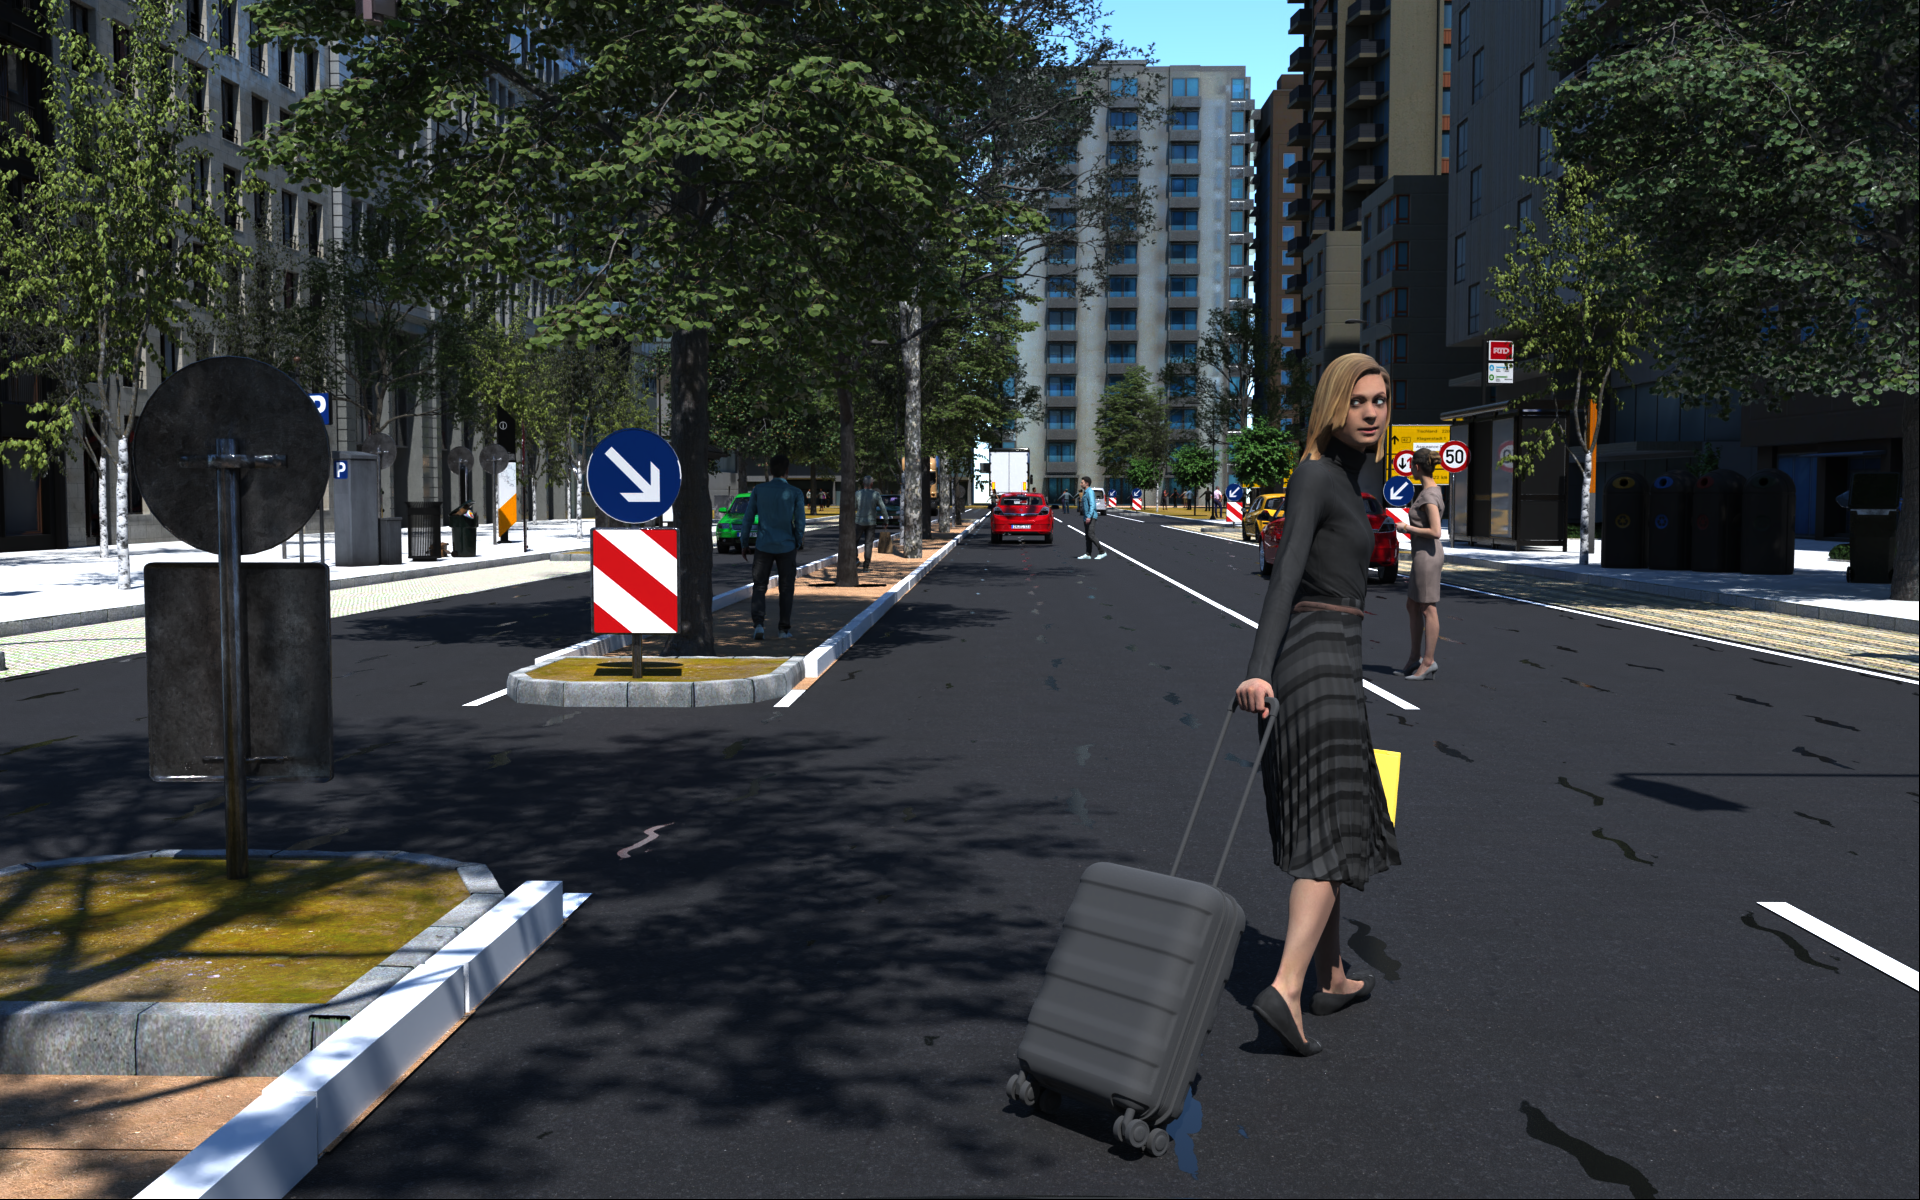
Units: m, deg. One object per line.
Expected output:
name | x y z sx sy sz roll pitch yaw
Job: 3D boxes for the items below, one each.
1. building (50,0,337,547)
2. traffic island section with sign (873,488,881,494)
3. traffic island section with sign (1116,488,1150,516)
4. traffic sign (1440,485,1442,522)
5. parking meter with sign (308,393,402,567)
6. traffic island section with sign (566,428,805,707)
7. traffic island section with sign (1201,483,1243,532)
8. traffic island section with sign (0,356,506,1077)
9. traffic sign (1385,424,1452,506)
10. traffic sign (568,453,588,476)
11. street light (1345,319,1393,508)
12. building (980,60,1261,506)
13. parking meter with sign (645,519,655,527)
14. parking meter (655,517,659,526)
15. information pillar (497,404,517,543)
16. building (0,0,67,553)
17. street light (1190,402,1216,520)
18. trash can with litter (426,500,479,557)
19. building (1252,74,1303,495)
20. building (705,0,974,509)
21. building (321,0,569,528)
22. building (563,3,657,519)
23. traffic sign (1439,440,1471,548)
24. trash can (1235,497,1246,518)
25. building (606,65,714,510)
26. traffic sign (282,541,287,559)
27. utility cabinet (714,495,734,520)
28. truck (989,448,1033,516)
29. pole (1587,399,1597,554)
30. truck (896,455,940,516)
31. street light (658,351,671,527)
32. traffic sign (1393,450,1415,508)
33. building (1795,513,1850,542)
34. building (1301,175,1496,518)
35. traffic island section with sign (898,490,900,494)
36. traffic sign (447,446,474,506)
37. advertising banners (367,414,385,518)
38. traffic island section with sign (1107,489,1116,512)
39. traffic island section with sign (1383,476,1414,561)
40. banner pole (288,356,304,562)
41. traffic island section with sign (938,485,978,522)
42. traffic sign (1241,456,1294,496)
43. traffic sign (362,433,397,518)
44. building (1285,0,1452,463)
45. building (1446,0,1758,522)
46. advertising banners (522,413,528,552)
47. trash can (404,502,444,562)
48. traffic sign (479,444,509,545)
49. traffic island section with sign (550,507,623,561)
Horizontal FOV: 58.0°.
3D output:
building | -26.342 -11.911 49.490 10.420 20.320 16.860 0 4 2
traffic island section with sign | -5.496 -6.495 114.829 1.989 1.847 2.006 0 4 2
traffic island section with sign | 11.514 -6.465 114.334 1.989 1.847 2.006 0 4 2
traffic sign | 14.706 -3.241 52.998 0.884 2.594 0.081 0 4 5
parking meter with sign | -10.714 -2.111 30.774 0.543 3.016 1.738 2 4 27
traffic island section with sign | -2.222 -0.272 12.590 2.006 1.907 1.989 0 4 2
traffic island section with sign | 10.106 -3.455 65.114 1.989 1.847 2.006 0 4 2
traffic island section with sign | -2.443 0.180 5.186 2.006 1.907 1.989 0 4 2
traffic sign | 13.526 -3.464 50.513 2.265 3.308 0.079 0 4 3
traffic sign | -12.234 -3.421 55.669 0.795 2.593 0.064 0 4 7
street light | 10.916 -4.500 46.118 1.470 5.913 1.316 0 4 2
building | 17.524 -35.131 194.003 30.456 49.044 23.786 0 4 2
parking meter with sign | -12.117 -4.364 67.620 0.543 3.016 1.738 -1 4 -15
parking meter | -12.062 -3.877 69.092 0.399 1.863 0.255 -2 4 -28
information pillar | -11.816 -3.287 45.104 0.504 3.616 0.183 -3 4 -38
building | -27.178 -12.370 31.933 12.332 23.373 15.834 0 4 2
street light | 12.201 -7.008 87.127 1.470 5.913 1.316 0 4 2
trash can with litter | -10.324 -1.454 35.165 1.055 1.170 0.624 0 4 1
building | 39.917 -32.912 188.229 14.200 45.320 14.600 0 4 2
building | -12.431 -37.168 196.936 27.495 52.752 28.713 0 4 2
building | -25.611 -18.042 72.480 11.434 29.767 29.804 0 4 2
building | -30.583 -48.305 102.464 22.319 86.520 31.000 0 4 2
traffic sign | 11.720 -2.509 41.135 0.768 2.556 0.104 0 4 4
trash can | 13.821 -4.535 85.803 0.748 1.137 0.748 0 3 0
building | -32.000 -33.669 139.734 27.495 52.752 28.713 0 4 2
traffic sign | -13.361 -2.084 34.180 0.768 2.556 0.104 0 4 8
utility cabinet | -11.875 -4.653 87.244 1.020 1.237 0.306 2 4 25
truck | 3.221 -7.449 110.707 2.839 4.237 11.283 0 4 3
pole | 13.575 -2.656 37.263 0.158 3.312 0.155 0 3 0
truck | -2.676 -7.781 116.125 2.839 4.237 11.283 0 3 0
street light | -8.961 -5.035 54.868 1.470 5.913 1.316 0 4 2
traffic sign | 12.821 -3.040 49.810 0.768 2.556 0.104 0 4 5
building | 30.337 -24.089 43.972 14.600 45.320 14.200 0 4 2
building | 37.707 -16.097 108.229 27.650 21.520 28.899 0 4 2
traffic island section with sign | -4.718 -8.143 141.773 1.989 1.847 2.006 0 4 2
traffic sign | -13.310 -2.816 46.146 0.768 2.556 0.104 1 4 10
advertising banners | -13.069 -2.602 38.734 0.090 3.025 2.074 -1 4 -11
traffic island section with sign | 12.290 -8.113 141.278 1.989 1.847 2.006 0 4 2
traffic island section with sign | 9.325 -1.792 37.920 1.989 1.847 2.006 0 4 2
banner pole | -12.007 -2.526 31.324 0.401 3.779 0.863 0 4 -6
traffic island section with sign | -0.079 -4.866 87.698 2.006 1.907 1.989 0 4 2
traffic sign | 13.396 -4.988 75.427 2.265 3.308 0.079 0 4 2
traffic sign | -12.055 -2.192 35.953 0.768 2.556 0.104 0 4 6
building | 37.668 -29.464 136.362 22.147 44.769 28.867 0 4 2
building | 37.350 -29.548 72.351 28.713 52.752 27.495 0 4 2
advertising banners | -9.654 -2.581 38.380 0.090 3.025 2.074 -1 4 -13
trash can | -10.218 -1.308 33.034 0.748 1.137 0.748 0 3 0
traffic sign | -11.776 -2.671 43.777 0.768 2.556 0.104 0 4 5
traffic island section with sign | -7.706 -1.778 37.705 1.989 1.847 2.006 0 4 2
